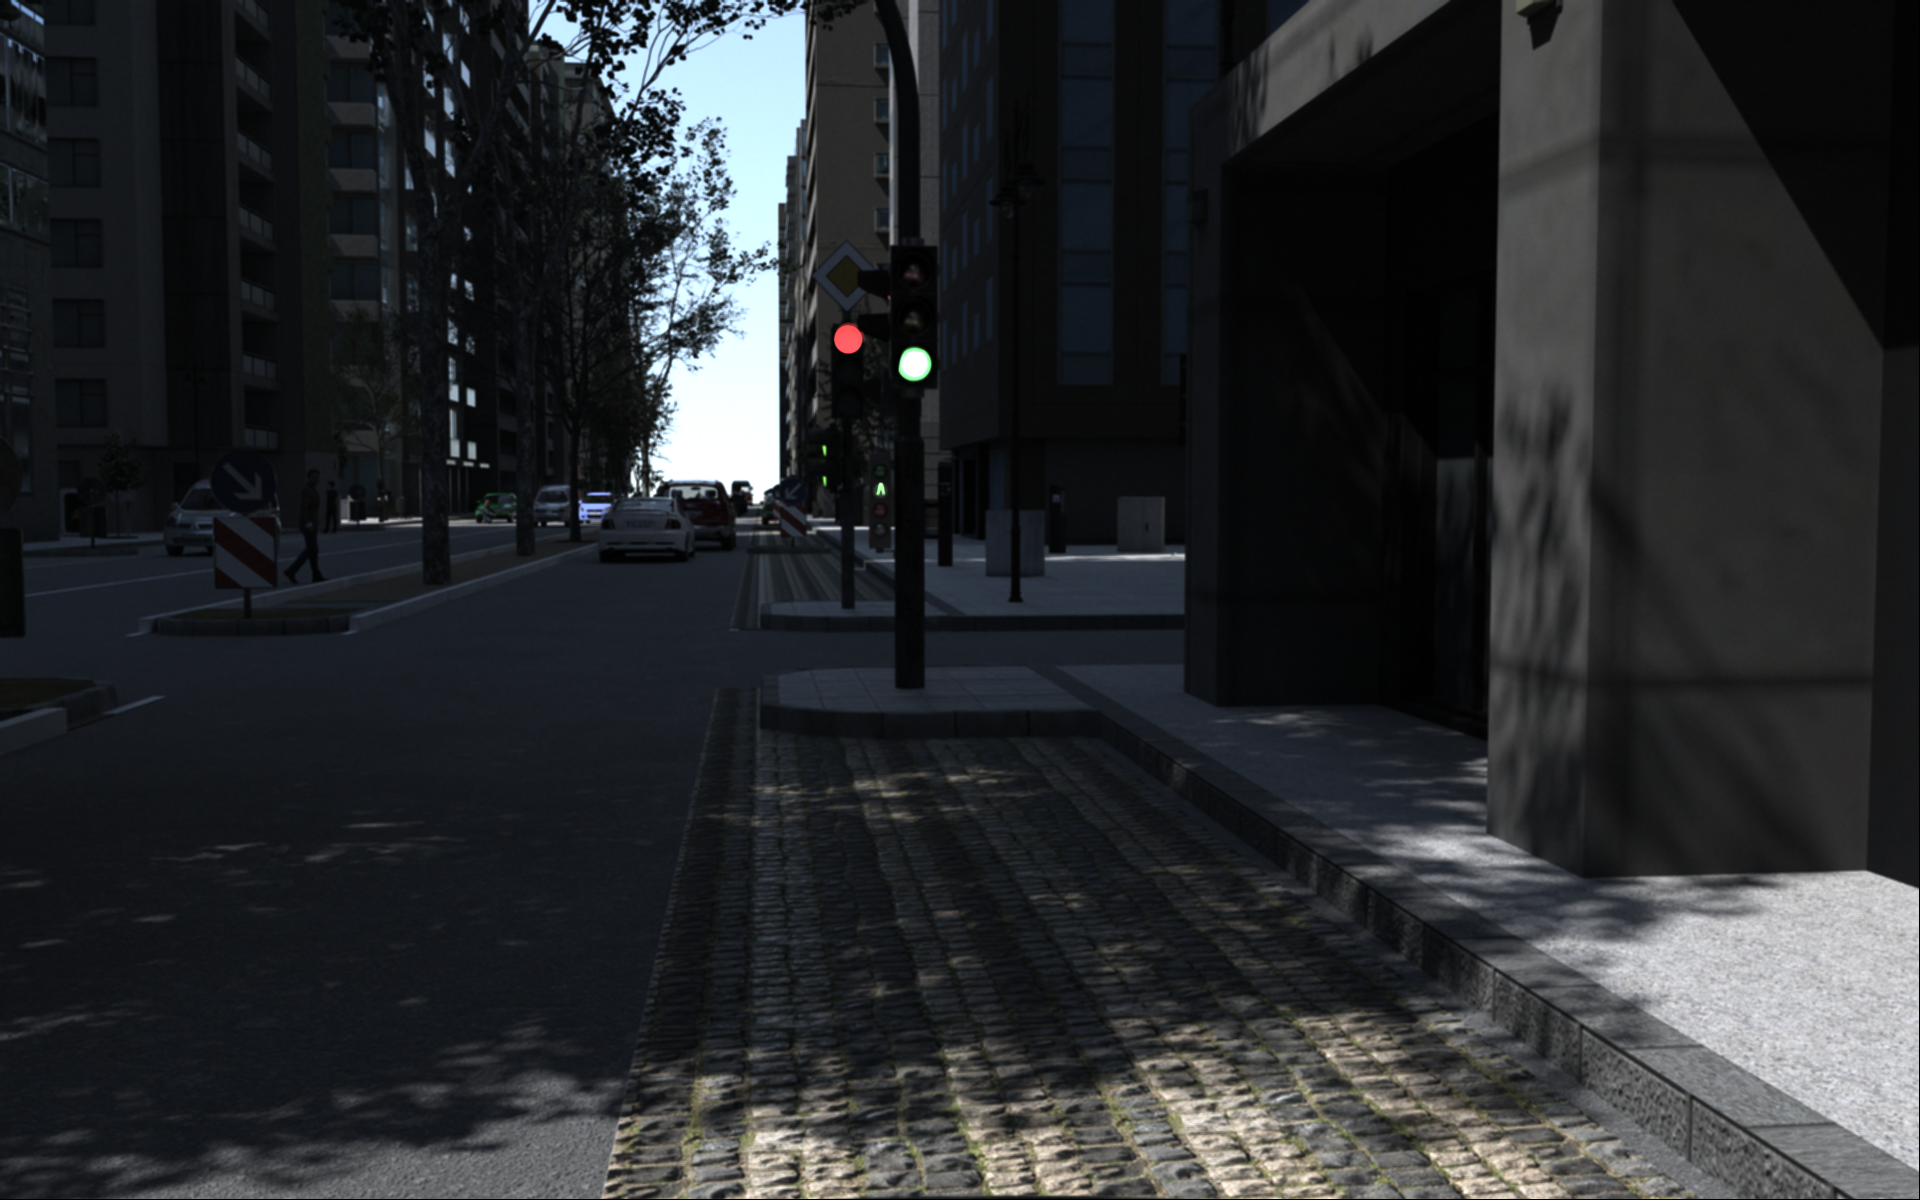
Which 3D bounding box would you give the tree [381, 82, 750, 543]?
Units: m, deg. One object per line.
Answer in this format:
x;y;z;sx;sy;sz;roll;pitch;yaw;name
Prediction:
-11.438;-8.452;51.010;12.009;13.543;11.850;0;3;0;tree

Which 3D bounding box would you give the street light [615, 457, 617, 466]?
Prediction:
-42.185;-14.653;212.370;0.468;5.910;1.993;0;4;-7;street light

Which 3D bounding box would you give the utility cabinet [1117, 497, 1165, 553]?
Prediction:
3.982;-1.650;38.139;1.020;1.237;0.306;2;4;26;utility cabinet

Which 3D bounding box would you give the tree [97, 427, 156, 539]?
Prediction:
-24.305;-3.378;49.830;1.663;3.219;1.824;0;3;0;tree

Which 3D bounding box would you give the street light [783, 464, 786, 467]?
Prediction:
-21.817;-14.868;215.872;0.468;5.910;1.993;0;4;-7;street light

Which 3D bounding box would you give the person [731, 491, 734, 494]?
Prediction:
-19.302;-8.435;147.334;0.530;1.710;0.541;2;4;31;person

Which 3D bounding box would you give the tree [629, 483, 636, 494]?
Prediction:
-47.836;-15.674;250.876;1.663;3.219;1.824;0;3;0;tree

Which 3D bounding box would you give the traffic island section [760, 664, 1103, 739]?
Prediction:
-0.321;0.658;11.521;2.009;0.180;2.903;0;4;-7;traffic island section

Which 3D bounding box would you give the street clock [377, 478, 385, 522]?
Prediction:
-26.175;-4.509;78.290;0.358;2.002;0.471;0;4;-6;street clock

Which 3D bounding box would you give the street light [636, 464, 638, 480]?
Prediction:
-46.354;-16.884;248.835;0.468;5.910;1.993;0;4;-7;street light

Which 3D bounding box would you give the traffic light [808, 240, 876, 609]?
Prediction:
-1.275;-1.860;19.335;0.839;4.253;0.868;0;4;-7;traffic light

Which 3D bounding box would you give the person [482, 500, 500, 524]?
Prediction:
-22.649;-4.259;83.630;0.738;1.151;1.012;2;4;24;person

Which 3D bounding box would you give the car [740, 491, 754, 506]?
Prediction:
-25.420;-11.929;203.711;2.281;1.827;5.304;0;4;-6;car

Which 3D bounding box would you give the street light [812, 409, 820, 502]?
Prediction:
-8.171;-7.622;97.402;0.468;5.910;1.993;0;4;-7;street light

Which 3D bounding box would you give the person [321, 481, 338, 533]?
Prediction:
-22.938;-3.375;63.048;0.648;1.900;0.474;3;4;37;person

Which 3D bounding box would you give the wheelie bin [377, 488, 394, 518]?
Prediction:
-30.224;-5.091;91.152;0.693;1.594;0.980;-3;5;-43;wheelie bin

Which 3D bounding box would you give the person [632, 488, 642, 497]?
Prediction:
-21.350;-6.492;114.651;1.348;1.823;0.705;-3;5;-41;person

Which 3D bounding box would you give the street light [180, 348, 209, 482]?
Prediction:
-24.235;-5.028;54.997;0.468;5.910;1.993;0;4;-7;street light

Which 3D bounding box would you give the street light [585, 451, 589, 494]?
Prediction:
-37.939;-12.436;176.111;0.468;5.910;1.993;0;4;-7;street light

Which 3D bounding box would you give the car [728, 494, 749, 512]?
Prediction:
-17.889;-7.733;138.230;2.131;1.459;4.920;0;4;-8;car

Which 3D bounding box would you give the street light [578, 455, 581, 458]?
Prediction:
-36.820;-11.863;166.741;0.468;5.910;1.993;0;4;-7;street light

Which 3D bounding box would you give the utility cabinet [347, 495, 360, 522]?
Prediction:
-27.772;-4.171;79.361;0.306;1.237;1.020;0;4;-6;utility cabinet

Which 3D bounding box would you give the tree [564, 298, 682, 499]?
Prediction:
-12.106;-6.647;61.501;4.360;8.622;3.978;0;3;0;tree

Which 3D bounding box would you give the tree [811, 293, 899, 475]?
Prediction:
-3.014;-6.760;60.889;4.737;8.622;4.395;0;3;0;tree

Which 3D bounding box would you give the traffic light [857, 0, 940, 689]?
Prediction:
-2.430;-2.224;11.023;4.771;5.953;1.251;0;4;-7;traffic light

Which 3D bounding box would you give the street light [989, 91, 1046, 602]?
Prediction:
0.662;-2.915;20.441;0.468;5.910;1.993;0;4;-7;street light

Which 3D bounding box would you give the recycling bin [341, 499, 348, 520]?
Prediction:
-31.159;-4.556;87.044;0.722;1.027;0.722;-3;4;-38;recycling bin

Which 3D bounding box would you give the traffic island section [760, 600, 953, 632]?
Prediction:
-1.234;0.173;19.454;2.009;0.180;2.903;0;4;-7;traffic island section

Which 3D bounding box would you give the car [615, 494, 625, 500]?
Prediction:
-30.987;-8.926;156.159;2.015;1.641;3.980;0;4;-5;car

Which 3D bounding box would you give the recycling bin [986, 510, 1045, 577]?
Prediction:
0.868;-0.894;27.178;0.722;1.027;0.722;2;4;28;recycling bin

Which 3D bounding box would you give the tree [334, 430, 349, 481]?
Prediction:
-27.349;-5.472;73.178;4.285;4.588;4.351;0;3;0;tree

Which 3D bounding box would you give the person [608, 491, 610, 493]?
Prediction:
-34.006;-9.708;167.892;0.621;1.740;0.551;0;4;-4;person

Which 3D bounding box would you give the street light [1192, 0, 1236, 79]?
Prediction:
1.734;-2.354;11.277;0.468;5.910;1.993;0;4;-7;street light

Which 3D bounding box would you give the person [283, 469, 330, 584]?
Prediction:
-10.490;-1.191;27.876;0.656;1.842;0.836;3;5;40;person

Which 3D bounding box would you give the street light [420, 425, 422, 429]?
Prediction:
-28.221;-7.255;91.412;0.468;5.910;1.993;0;4;-7;street light

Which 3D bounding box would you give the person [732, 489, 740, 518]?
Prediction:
-13.540;-5.785;104.001;0.530;1.710;0.541;-1;4;-22;person

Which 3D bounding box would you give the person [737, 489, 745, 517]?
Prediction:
-13.395;-5.913;105.973;0.742;1.727;0.445;2;4;28;person

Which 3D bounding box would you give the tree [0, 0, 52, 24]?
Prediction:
-6.078;-5.878;5.210;9.857;13.997;8.962;0;3;0;tree

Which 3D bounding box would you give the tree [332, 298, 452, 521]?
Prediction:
-28.020;-9.090;83.037;7.601;10.594;8.767;-1;4;-13;tree

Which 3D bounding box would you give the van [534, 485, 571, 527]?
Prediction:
-17.767;-4.220;76.006;2.013;2.044;4.112;0;4;-5;van

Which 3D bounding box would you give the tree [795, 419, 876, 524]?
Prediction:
-5.342;-5.516;73.904;4.285;4.588;4.351;0;3;0;tree

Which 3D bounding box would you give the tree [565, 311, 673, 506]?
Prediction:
-13.881;-7.278;71.819;4.737;8.622;4.395;0;3;0;tree

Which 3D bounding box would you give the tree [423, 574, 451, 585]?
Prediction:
-6.964;-10.258;26.062;12.611;20.169;13.585;0;3;0;tree

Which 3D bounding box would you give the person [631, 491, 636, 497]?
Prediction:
-34.070;-10.512;181.086;0.721;1.735;1.217;3;4;39;person

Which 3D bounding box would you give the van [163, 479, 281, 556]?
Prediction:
-17.685;-2.115;41.584;2.013;2.044;4.112;0;4;-5;van

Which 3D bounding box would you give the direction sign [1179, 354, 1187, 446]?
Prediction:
3.988;-2.204;28.029;0.876;3.537;0.379;1;4;15;direction sign

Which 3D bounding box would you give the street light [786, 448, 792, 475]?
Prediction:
-17.556;-12.650;179.615;0.468;5.910;1.993;0;4;-7;street light

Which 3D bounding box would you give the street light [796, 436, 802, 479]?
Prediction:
-12.418;-9.839;133.660;0.468;5.910;1.993;0;4;-7;street light

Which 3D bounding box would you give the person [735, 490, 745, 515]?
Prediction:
-15.125;-6.720;119.170;0.742;1.727;0.445;0;4;-2;person
